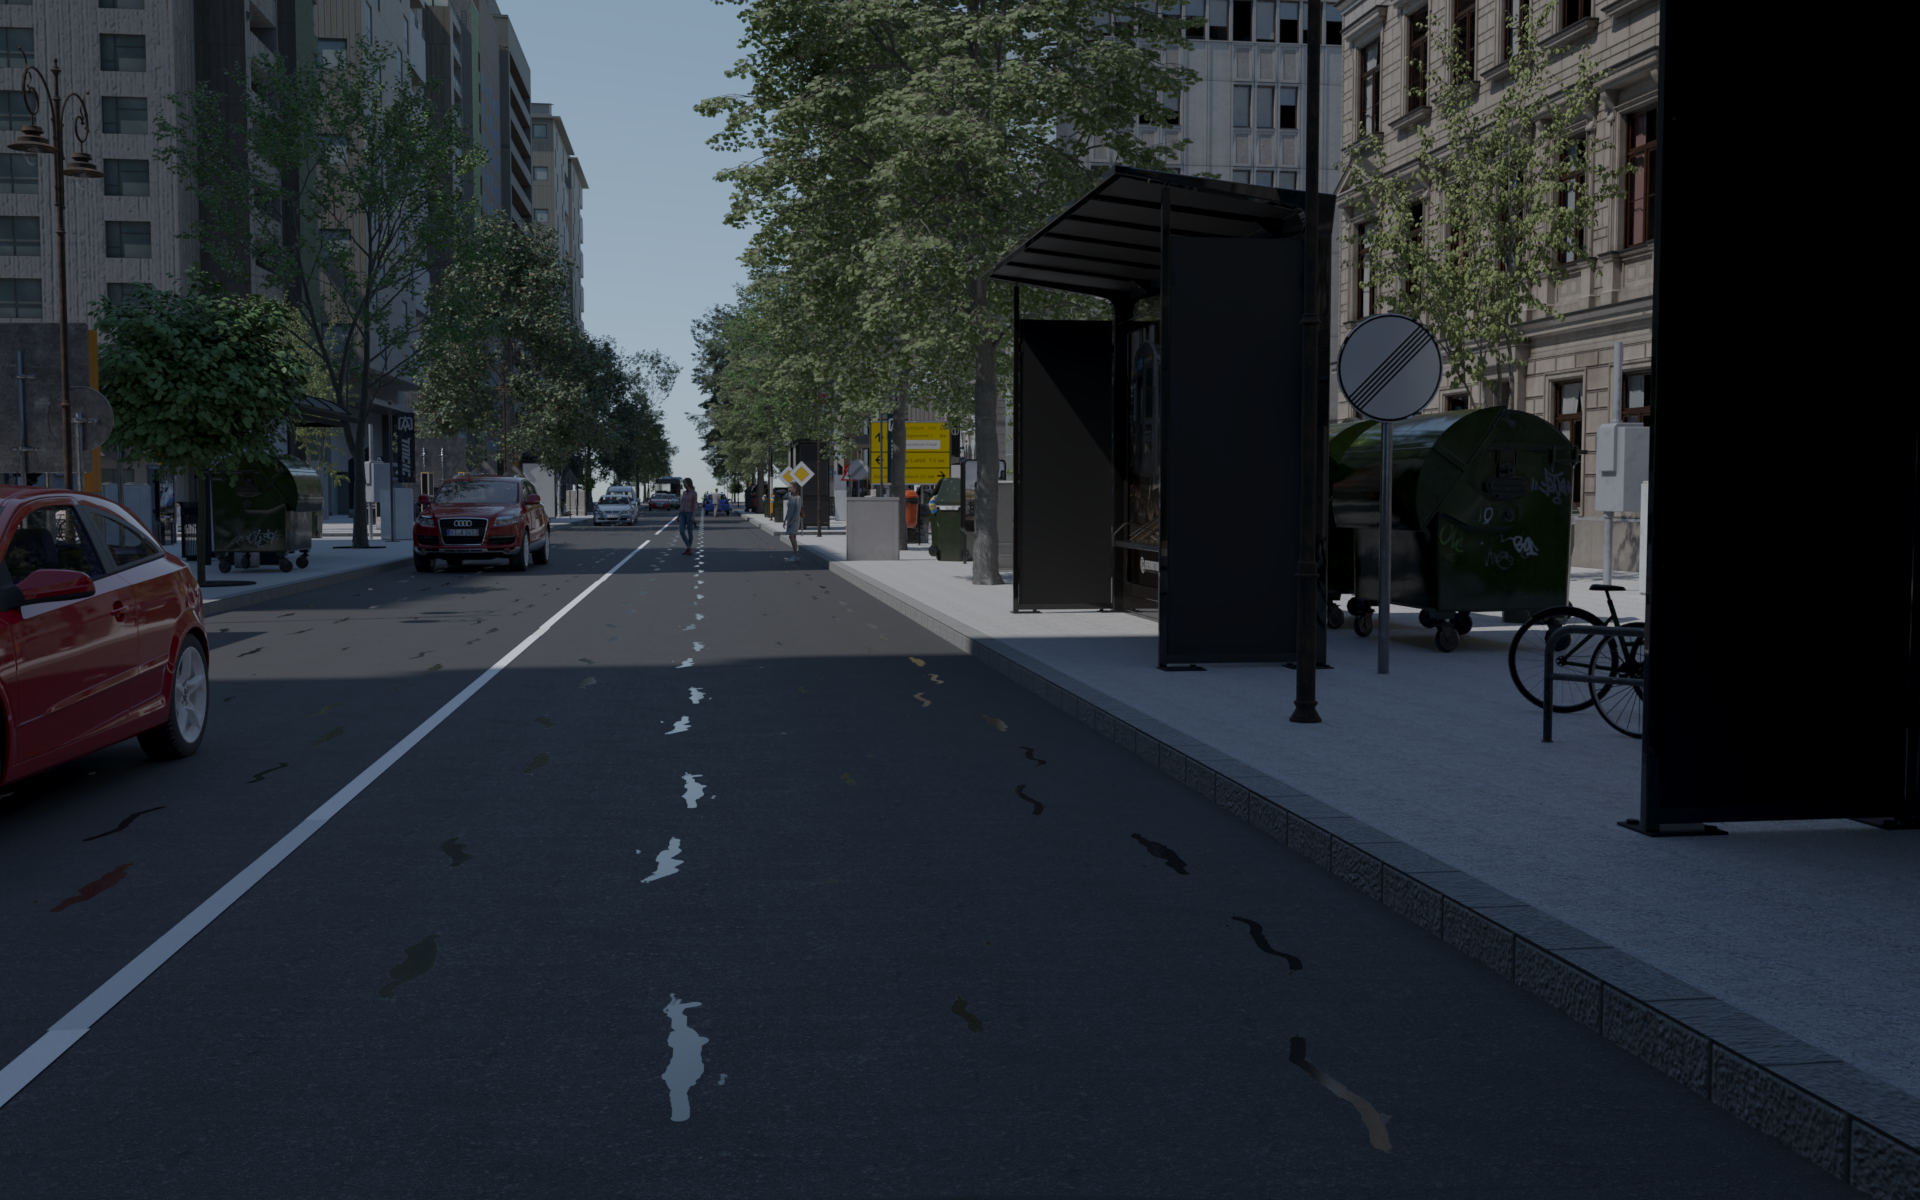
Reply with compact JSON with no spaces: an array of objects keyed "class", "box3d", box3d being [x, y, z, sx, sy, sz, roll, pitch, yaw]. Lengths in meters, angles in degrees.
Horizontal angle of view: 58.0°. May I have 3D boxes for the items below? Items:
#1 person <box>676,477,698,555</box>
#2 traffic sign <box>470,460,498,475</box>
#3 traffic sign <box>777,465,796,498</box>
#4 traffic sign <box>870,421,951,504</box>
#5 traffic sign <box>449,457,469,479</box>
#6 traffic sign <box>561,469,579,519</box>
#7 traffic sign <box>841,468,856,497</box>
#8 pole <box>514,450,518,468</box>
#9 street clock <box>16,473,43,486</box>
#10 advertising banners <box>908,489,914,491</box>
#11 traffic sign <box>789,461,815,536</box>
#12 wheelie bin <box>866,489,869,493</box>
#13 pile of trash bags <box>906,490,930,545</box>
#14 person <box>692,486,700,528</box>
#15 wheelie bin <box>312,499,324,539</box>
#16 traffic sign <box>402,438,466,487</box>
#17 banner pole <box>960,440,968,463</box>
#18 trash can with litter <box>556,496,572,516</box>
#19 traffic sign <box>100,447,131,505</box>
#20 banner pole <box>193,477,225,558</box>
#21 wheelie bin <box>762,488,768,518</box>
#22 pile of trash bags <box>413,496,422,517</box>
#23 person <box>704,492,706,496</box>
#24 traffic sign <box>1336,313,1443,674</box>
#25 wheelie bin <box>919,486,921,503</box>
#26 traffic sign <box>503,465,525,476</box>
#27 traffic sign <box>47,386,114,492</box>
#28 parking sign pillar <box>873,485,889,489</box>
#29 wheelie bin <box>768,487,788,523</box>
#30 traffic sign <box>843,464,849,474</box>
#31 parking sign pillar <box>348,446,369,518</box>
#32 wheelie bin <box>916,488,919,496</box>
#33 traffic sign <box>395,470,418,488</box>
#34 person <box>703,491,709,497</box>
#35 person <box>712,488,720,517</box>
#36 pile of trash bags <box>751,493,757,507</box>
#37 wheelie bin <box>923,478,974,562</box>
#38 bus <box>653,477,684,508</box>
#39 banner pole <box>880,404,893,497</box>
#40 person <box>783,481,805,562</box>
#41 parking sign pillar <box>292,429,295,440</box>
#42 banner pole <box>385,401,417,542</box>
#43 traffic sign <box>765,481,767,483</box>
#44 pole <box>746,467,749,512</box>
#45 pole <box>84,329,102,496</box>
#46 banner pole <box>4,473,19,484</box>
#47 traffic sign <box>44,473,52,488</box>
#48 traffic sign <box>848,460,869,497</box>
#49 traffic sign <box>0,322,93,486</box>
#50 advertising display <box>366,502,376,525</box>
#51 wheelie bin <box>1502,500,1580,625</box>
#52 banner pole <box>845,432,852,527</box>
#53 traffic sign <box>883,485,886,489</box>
[{"class":"person","box3d":[-6.445,-1.977,40.827,0.555,1.821,0.388,1,4,23]},{"class":"traffic sign","box3d":[-14.041,-2.904,51.128,0.795,2.450,0.064,-1,4,-8]},{"class":"traffic sign","box3d":[-5.962,-3.470,60.370,0.795,2.450,0.064,-1,4,-8]},{"class":"traffic sign","box3d":[-1.374,-3.318,48.119,2.265,3.308,0.079,0,4,0]},{"class":"traffic sign","box3d":[-17.721,-3.762,61.518,0.884,2.594,0.081,0,4,1]},{"class":"traffic sign","box3d":[-19.928,-5.413,88.506,0.884,2.594,0.081,0,4,-4]},{"class":"traffic sign","box3d":[-4.333,-4.243,69.382,0.884,2.594,0.081,0,4,-4]},{"class":"pole","box3d":[-20.632,-5.304,80.566,0.158,3.312,0.155,0,3,0]},{"class":"street clock","box3d":[-14.281,-1.348,26.604,0.358,2.002,0.471,1,4,9]},{"class":"advertising banners","box3d":[-1.445,-3.264,49.553,0.090,3.025,2.074,-1,4,-8]},{"class":"traffic sign","box3d":[-4.794,-2.986,52.470,0.795,2.450,0.064,-1,4,-8]},{"class":"wheelie bin","box3d":[-6.051,-6.254,110.165,0.980,1.594,0.693,-3,5,-39]},{"class":"pile of trash bags","box3d":[-1.647,-2.130,44.582,1.912,1.369,3.447,-1,4,-17]},{"class":"person","box3d":[-11.232,-3.923,73.043,0.661,1.777,0.834,3,4,36]},{"class":"wheelie bin","box3d":[-18.794,-2.574,49.990,0.980,1.594,0.693,0,4,-2]},{"class":"traffic sign","box3d":[-19.103,-4.220,62.875,2.265,3.308,0.079,0,4,-7]},{"class":"banner pole","box3d":[0.167,-5.544,80.657,0.401,3.779,0.863,-2,4,-33]},{"class":"trash can with litter","box3d":[-22.725,-5.362,99.059,0.624,1.170,1.055,3,4,39]},{"class":"traffic sign","box3d":[-12.802,-1.609,26.415,0.768,2.556,0.104,0,4,1]},{"class":"banner pole","box3d":[-14.914,-2.718,34.458,0.401,3.779,0.863,2,4,25]},{"class":"wheelie bin","box3d":[-10.258,-5.291,94.408,0.980,1.594,0.693,-1,4,-22]},{"class":"pile of trash bags","box3d":[-29.605,-5.207,94.888,1.912,1.369,3.447,1,4,15]},{"class":"person","box3d":[-35.956,-14.390,244.687,0.541,1.710,0.530,1,4,15]},{"class":"traffic sign","box3d":[3.028,-0.746,12.307,0.768,2.556,0.104,0,4,-4]},{"class":"wheelie bin","box3d":[-0.212,-1.697,35.659,0.693,1.594,0.980,2,4,35]},{"class":"traffic sign","box3d":[-15.209,-3.387,59.027,0.795,2.450,0.064,-1,4,-8]},{"class":"traffic sign","box3d":[-10.375,-1.244,20.448,0.768,2.556,0.104,0,4,-2]},{"class":"parking sign pillar","box3d":[-3.864,-6.233,90.388,1.447,3.967,1.447,-1,4,-12]},{"class":"wheelie bin","box3d":[-7.997,-4.273,77.764,0.980,1.594,0.693,0,4,-6]},{"class":"traffic sign","box3d":[-4.386,-4.327,70.847,0.768,2.556,0.104,0,4,-1]},{"class":"parking sign pillar","box3d":[-32.494,-6.458,94.063,1.447,3.967,1.447,0,4,1]},{"class":"wheelie bin","box3d":[-1.328,-3.555,66.028,0.693,1.594,0.980,3,4,37]},{"class":"traffic sign","box3d":[-19.350,-3.633,60.591,0.795,2.450,0.064,0,4,1]},{"class":"person","box3d":[-35.828,-14.528,245.665,1.348,1.869,0.705,-1,4,-15]},{"class":"person","box3d":[-15.074,-6.044,107.526,0.606,1.804,0.583,2,4,25]},{"class":"pile of trash bags","box3d":[-12.134,-6.366,113.842,3.447,1.369,1.912,-3,4,-36]},{"class":"wheelie bin","box3d":[-0.067,-1.543,33.135,0.980,1.594,0.693,2,4,31]},{"class":"bus","box3d":[-30.009,-11.276,179.214,2.948,3.499,13.247,0,4,-7]},{"class":"banner pole","box3d":[-1.921,-3.507,47.358,0.863,3.779,0.401,0,4,4]},{"class":"person","box3d":[-3.547,-1.679,36.953,0.522,1.701,0.512,-3,4,-38]},{"class":"parking sign pillar","box3d":[-23.063,-4.268,58.257,1.447,3.967,1.447,3,5,42]},{"class":"banner pole","box3d":[-15.036,-3.457,46.532,0.863,3.779,0.401,-2,4,-24]},{"class":"traffic sign","box3d":[-15.186,-8.058,133.874,0.606,2.300,0.079,0,4,1]},{"class":"pole","box3d":[-15.303,-8.012,124.844,0.158,3.312,0.155,0,3,0]},{"class":"pole","box3d":[-10.829,-1.697,21.595,0.158,3.312,0.155,0,3,0]},{"class":"banner pole","box3d":[-16.721,-2.486,30.666,0.863,3.779,0.401,1,4,21]},{"class":"traffic sign","box3d":[-11.447,-1.324,21.754,0.768,2.556,0.104,0,4,-4]},{"class":"traffic sign","box3d":[-3.767,-3.920,64.203,0.768,2.556,0.104,0,4,1]},{"class":"traffic sign","box3d":[-11.459,-1.634,20.593,2.265,3.308,0.079,0,4,1]},{"class":"advertising display","box3d":[-24.396,-4.067,71.709,0.974,1.923,0.123,-1,4,-16]},{"class":"wheelie bin","box3d":[5.729,-0.574,17.290,0.693,1.594,0.980,3,4,38]},{"class":"banner pole","box3d":[-4.312,-4.783,68.219,0.401,3.779,0.863,0,4,4]},{"class":"traffic sign","box3d":[-2.768,-3.883,63.598,0.768,2.556,0.104,0,4,-6]}]
